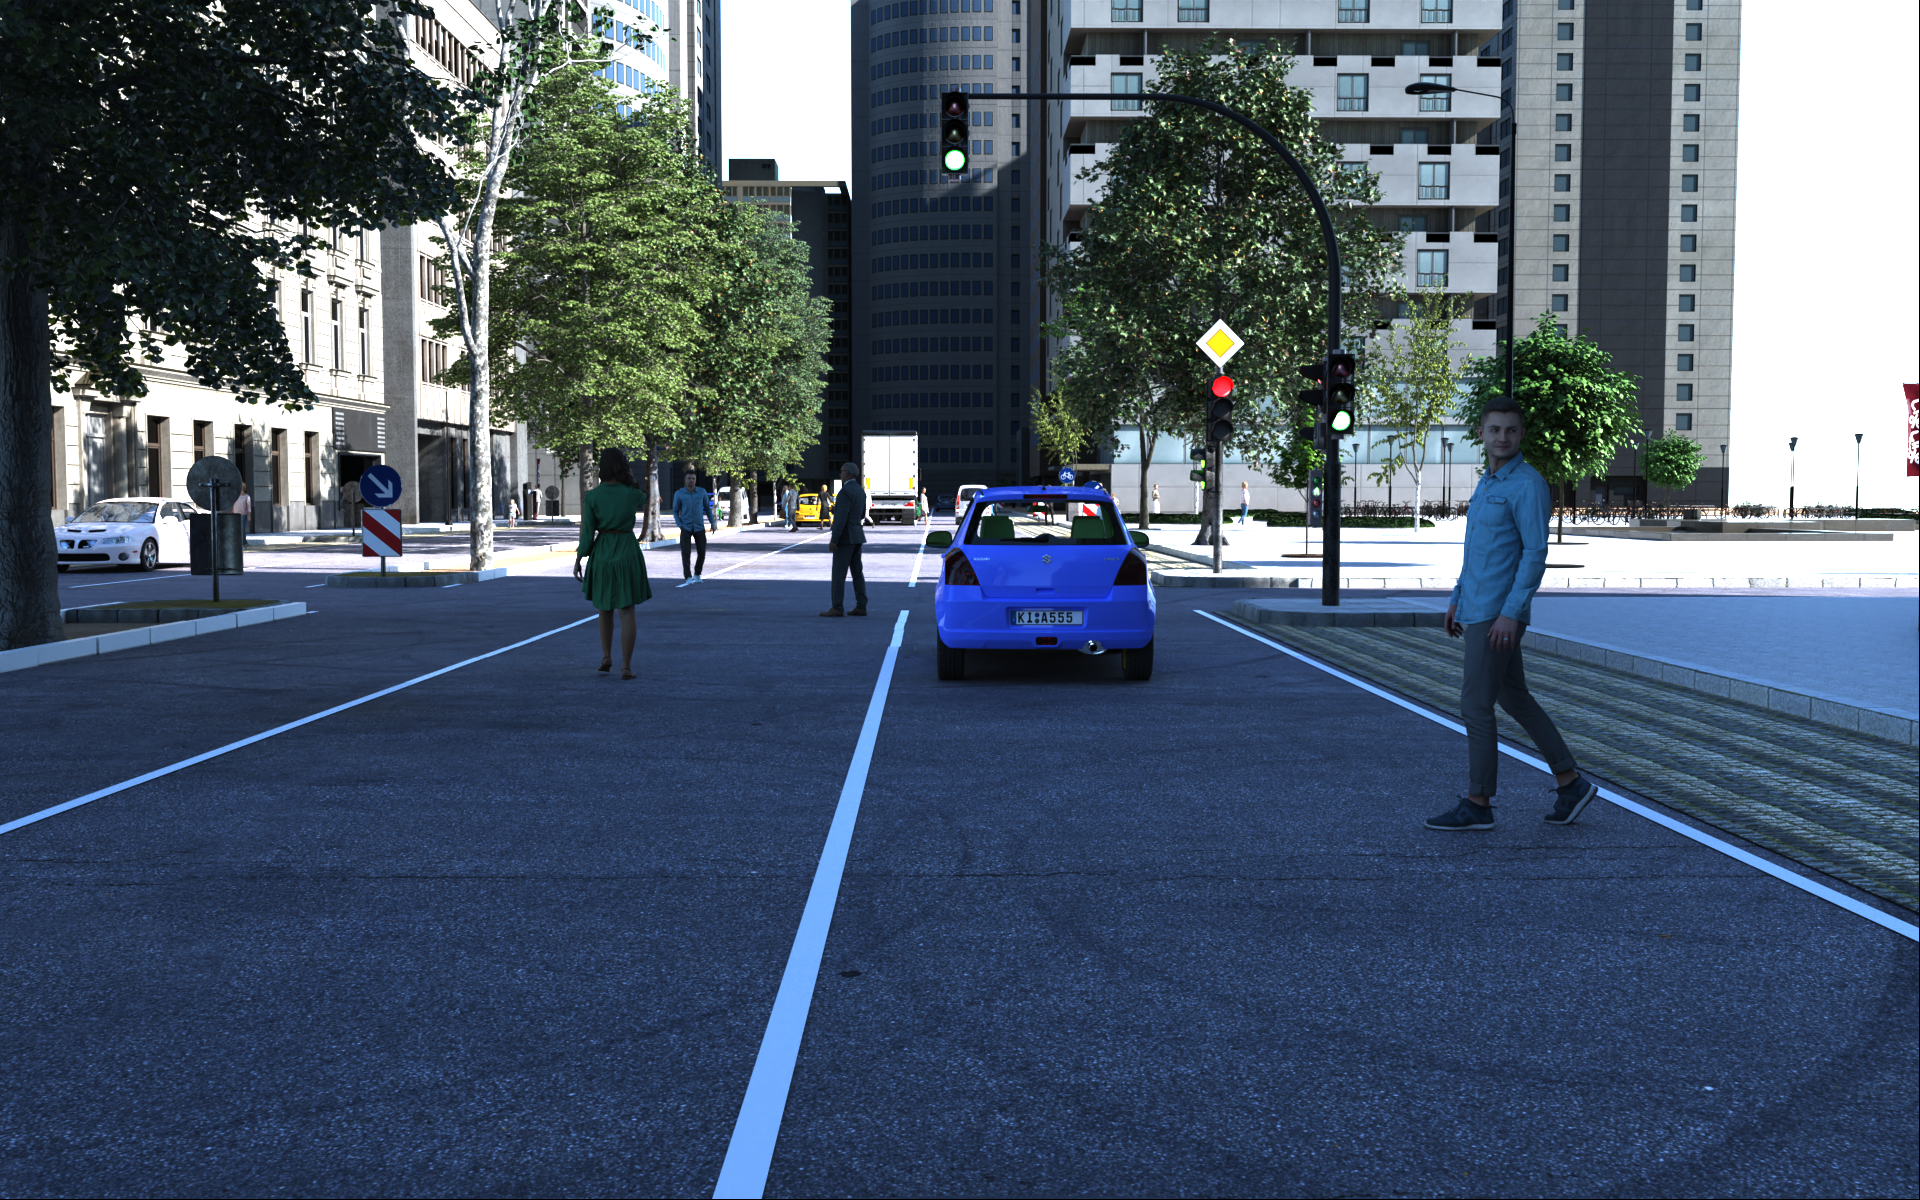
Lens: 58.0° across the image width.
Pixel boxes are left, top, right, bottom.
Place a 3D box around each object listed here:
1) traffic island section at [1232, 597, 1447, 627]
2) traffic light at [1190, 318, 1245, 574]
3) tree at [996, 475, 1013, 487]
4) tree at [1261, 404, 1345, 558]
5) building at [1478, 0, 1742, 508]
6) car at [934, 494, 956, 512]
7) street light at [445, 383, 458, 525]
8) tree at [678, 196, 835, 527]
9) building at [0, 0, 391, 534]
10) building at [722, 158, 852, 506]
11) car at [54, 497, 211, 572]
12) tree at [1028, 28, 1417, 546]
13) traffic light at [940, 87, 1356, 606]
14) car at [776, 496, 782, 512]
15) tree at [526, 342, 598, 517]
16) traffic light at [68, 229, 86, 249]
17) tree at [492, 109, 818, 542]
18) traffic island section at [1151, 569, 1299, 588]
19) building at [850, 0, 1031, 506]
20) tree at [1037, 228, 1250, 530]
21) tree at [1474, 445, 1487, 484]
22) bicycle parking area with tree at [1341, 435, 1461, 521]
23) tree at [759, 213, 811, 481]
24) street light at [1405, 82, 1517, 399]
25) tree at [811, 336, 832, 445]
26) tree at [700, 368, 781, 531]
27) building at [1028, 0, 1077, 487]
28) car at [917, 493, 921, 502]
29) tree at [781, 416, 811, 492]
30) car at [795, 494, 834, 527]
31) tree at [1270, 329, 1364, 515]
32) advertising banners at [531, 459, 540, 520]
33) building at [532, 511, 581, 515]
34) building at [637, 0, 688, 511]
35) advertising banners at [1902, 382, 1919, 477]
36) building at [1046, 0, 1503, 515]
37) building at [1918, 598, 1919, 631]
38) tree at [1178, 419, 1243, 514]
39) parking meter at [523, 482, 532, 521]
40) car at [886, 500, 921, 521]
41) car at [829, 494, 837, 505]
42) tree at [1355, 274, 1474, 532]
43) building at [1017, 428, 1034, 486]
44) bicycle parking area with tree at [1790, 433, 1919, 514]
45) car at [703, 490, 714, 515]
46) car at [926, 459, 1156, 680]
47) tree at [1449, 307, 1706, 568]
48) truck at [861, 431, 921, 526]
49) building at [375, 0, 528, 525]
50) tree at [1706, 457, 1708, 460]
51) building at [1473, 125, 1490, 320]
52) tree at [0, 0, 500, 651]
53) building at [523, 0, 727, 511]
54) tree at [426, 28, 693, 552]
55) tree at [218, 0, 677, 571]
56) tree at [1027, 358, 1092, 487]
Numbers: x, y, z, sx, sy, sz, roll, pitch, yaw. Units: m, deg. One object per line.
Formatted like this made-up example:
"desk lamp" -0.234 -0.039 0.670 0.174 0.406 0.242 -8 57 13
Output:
"traffic island section" 4.289 0.140 19.993 2.009 0.180 2.903 0 4 -1
"traffic light" 4.143 -2.382 27.863 0.839 4.253 0.868 0 4 -1
"tree" 4.246 -10.774 170.750 1.663 3.219 1.824 0 3 0
"tree" 7.164 -2.484 35.209 1.663 3.219 1.824 0 3 0
"building" 60.501 -44.601 167.470 20.611 71.187 20.563 0 4 -1
"car" -1.112 -7.975 142.388 2.014 1.417 4.499 0 4 1
"street light" -20.464 -6.022 70.995 1.470 5.913 1.316 0 4 -1
"tree" -9.792 -10.142 74.935 9.857 13.997 8.962 0 3 0
"building" -30.647 -16.692 49.329 17.030 29.872 44.131 0 4 -1
"building" -24.289 -31.274 203.218 23.993 40.220 32.217 0 4 -1
"car" -15.927 -1.287 33.406 2.083 1.381 4.827 0 4 -2
"tree" 6.333 -7.703 42.956 9.611 12.733 9.660 0 3 0
"traffic light" 2.158 -2.755 19.710 4.771 5.953 1.251 0 4 -1
"car" -13.851 -7.710 138.634 1.945 1.354 3.894 0 4 -2
"tree" -22.412 -9.925 96.683 8.767 10.594 7.601 1 4 17
"traffic light" -16.326 -3.238 27.612 4.771 5.953 1.251 0 4 -1
"tree" -9.203 -8.074 51.476 9.611 12.733 9.660 0 3 0
"traffic island section" 4.183 -0.348 27.977 2.009 0.180 2.903 0 4 -1
"building" 1.890 -40.066 197.080 28.212 58.520 21.231 0 4 -1
"tree" 6.801 -8.344 62.187 9.928 11.665 9.643 0 3 0
"tree" 16.325 -3.573 53.025 1.663 3.219 1.824 0 3 0
"bicycle parking area with tree" 22.972 -6.082 86.443 8.231 4.147 9.016 -2 4 -32
"tree" -9.476 -8.534 60.110 7.486 12.596 7.792 0 3 0
"street light" 5.719 -2.886 19.720 1.470 5.913 1.316 0 4 -1
"tree" -10.083 -9.978 83.730 7.486 12.596 7.792 0 3 0
"tree" -9.394 -6.949 66.431 4.737 8.622 4.395 0 3 0
"building" 12.926 -29.915 139.229 14.600 45.320 14.200 0 4 -1
"car" -3.958 -7.325 128.429 2.281 1.827 5.304 0 4 -1
"tree" -9.748 -8.470 91.296 4.737 8.622 4.395 0 3 0
"car" -6.457 -4.047 76.390 2.015 1.641 3.980 0 4 -1
"tree" 15.167 -7.475 72.579 4.360 8.622 3.978 0 3 0
"advertising banners" -20.883 -5.430 84.968 0.090 3.025 2.074 0 4 4
"building" -32.873 -41.203 111.921 20.563 71.187 20.611 0 4 -1
"building" -33.963 -36.371 136.661 21.231 58.520 28.212 0 4 -1
"advertising banners" 15.757 -1.908 27.376 2.074 3.025 0.090 -1 4 -10
"building" 20.114 -32.352 118.196 28.713 52.752 27.495 0 4 -1
"building" 18.772 -28.233 3.617 21.231 58.520 28.212 0 4 -1
"tree" 12.410 -8.468 88.807 4.360 8.622 3.978 0 3 0
"parking meter" -20.921 -4.772 83.732 0.255 1.863 0.399 2 4 23
"car" -3.021 -4.930 92.398 2.131 1.459 4.920 0 4 -3
"car" -7.089 -5.154 94.492 2.015 1.641 3.980 0 4 0
"tree" 15.398 -6.609 58.423 4.737 8.622 4.395 0 3 0
"building" 17.197 -51.860 160.587 22.319 86.520 31.000 0 4 -1
"bicycle parking area with tree" 42.392 -5.969 84.593 9.016 4.147 8.231 0 4 7
"car" -17.204 -6.719 119.453 1.945 1.707 3.694 0 4 -2
"car" 0.665 -0.309 14.643 1.945 1.707 3.694 0 4 1
"tree" 10.209 -2.862 30.515 4.285 4.588 4.351 0 3 0
"truck" -3.256 -5.700 82.114 2.839 4.237 11.283 0 4 -1
"building" -28.911 -16.126 81.689 12.078 24.808 19.932 0 4 -1
"tree" 35.229 -6.245 85.820 4.285 4.588 4.351 0 3 0
"building" 43.114 -29.825 171.232 14.086 41.232 14.154 0 4 -1
"tree" -8.678 -6.520 15.709 9.857 13.997 8.962 0 3 0
"building" -34.187 -44.538 166.455 20.611 71.187 20.563 0 4 -1
"tree" -9.334 -7.478 42.845 7.486 12.596 7.792 0 3 0
"tree" -10.130 -10.650 32.473 12.611 20.169 13.585 0 3 0
"tree" 5.701 -8.598 90.944 4.737 8.622 4.395 0 3 0
